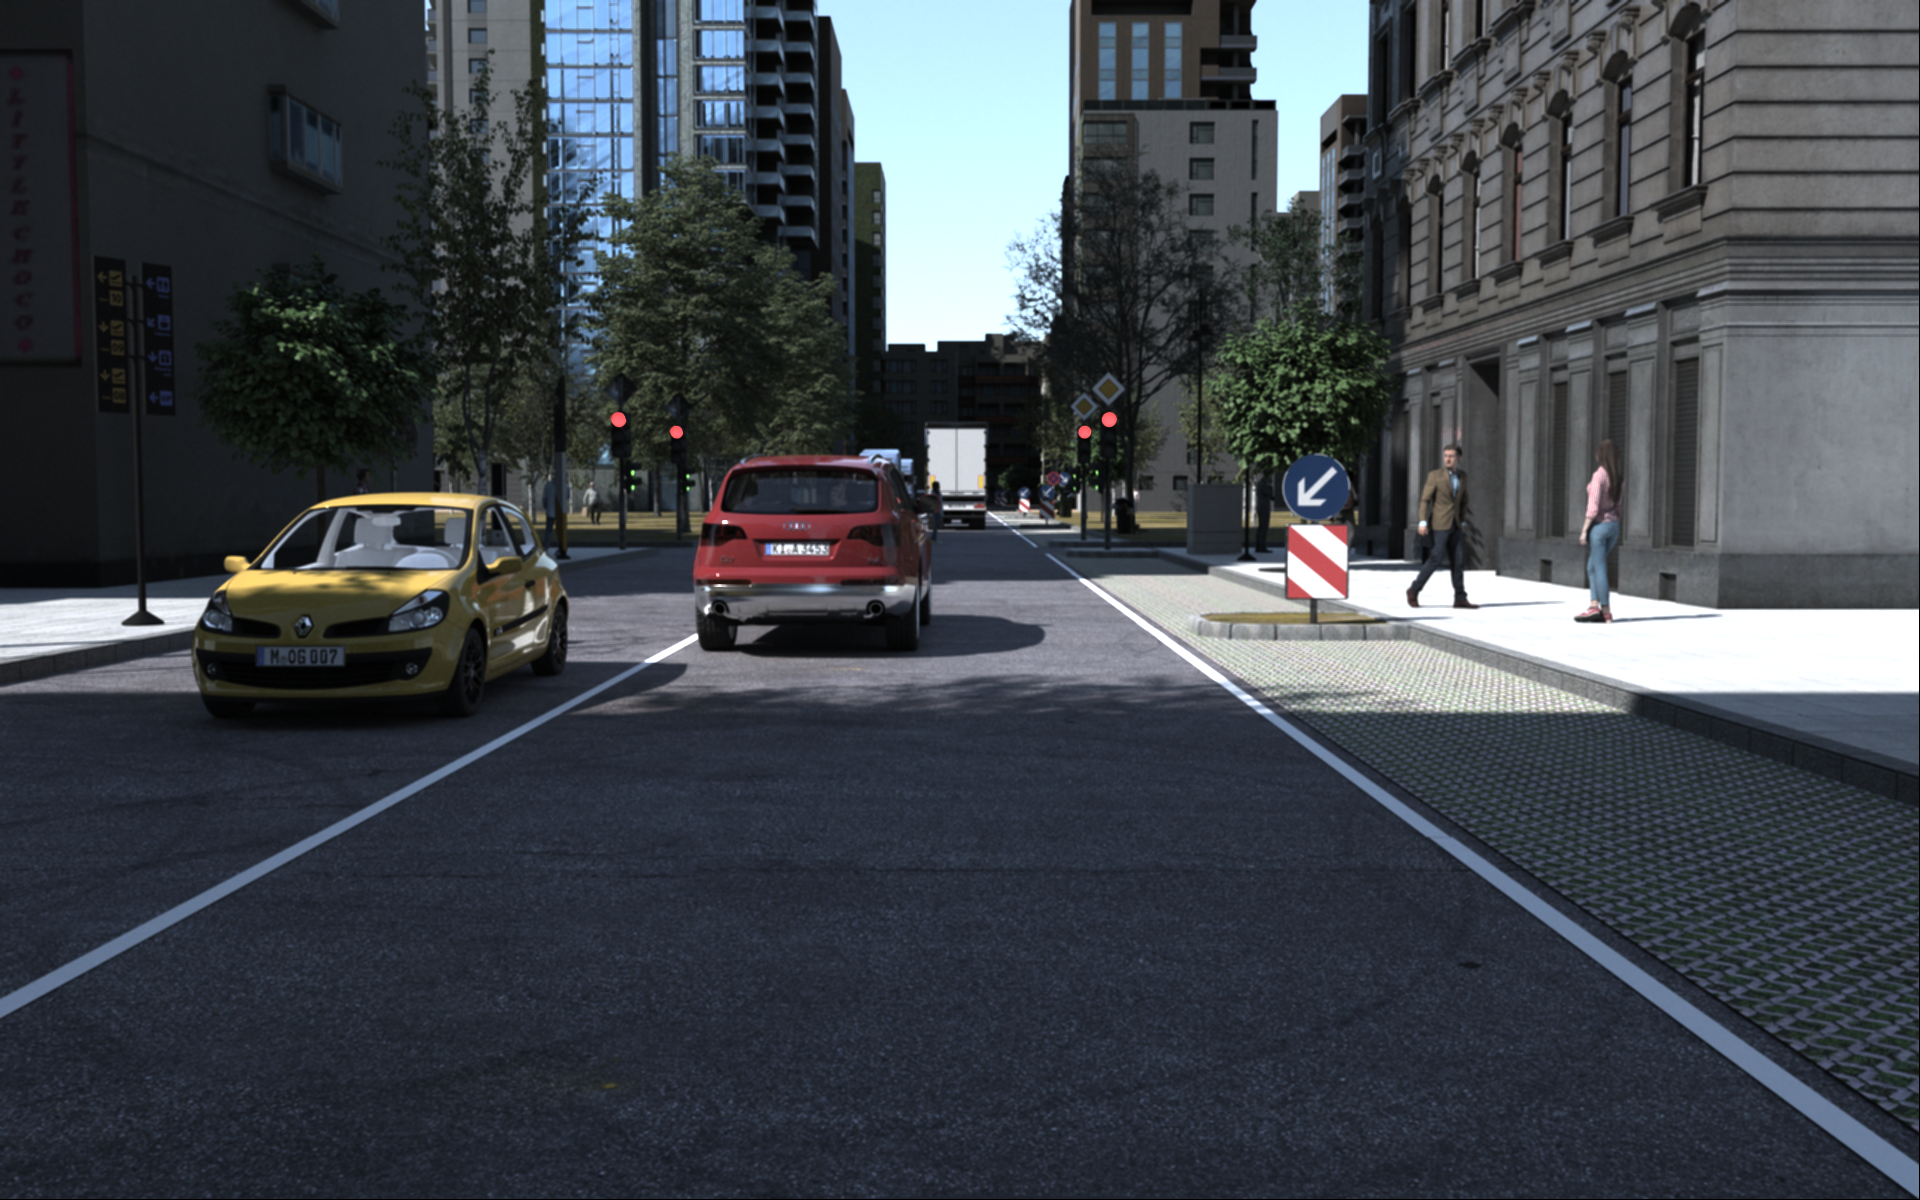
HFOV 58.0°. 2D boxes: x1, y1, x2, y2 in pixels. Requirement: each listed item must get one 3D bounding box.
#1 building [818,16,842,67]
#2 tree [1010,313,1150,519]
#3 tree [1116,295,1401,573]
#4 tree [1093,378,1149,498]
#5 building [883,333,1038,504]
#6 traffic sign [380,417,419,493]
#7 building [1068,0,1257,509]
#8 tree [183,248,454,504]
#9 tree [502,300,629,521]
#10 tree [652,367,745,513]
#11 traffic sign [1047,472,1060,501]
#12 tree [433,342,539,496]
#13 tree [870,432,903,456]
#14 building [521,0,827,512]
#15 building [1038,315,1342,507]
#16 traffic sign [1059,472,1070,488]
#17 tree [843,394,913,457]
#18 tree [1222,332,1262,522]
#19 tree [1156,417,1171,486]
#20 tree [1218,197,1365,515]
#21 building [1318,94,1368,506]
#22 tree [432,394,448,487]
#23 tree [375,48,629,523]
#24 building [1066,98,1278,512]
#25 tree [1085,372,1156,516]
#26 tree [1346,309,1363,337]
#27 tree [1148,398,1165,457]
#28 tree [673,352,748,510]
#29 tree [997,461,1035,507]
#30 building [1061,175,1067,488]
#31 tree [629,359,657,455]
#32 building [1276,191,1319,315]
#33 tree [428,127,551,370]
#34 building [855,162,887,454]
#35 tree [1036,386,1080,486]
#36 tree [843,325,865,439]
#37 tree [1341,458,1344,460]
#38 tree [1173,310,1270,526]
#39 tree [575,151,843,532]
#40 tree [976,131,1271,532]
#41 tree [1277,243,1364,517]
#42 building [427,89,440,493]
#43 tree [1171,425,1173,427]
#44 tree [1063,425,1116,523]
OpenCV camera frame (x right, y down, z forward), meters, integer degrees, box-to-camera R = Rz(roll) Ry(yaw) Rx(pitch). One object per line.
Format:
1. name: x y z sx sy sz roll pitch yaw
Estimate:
1. building: -18.289 -31.237 160.835 14.600 45.320 14.200 0 3 0
2. tree: 6.097 -9.446 88.860 7.601 10.594 8.767 -1 4 -8
3. tree: 5.628 -2.750 28.680 4.285 4.588 4.351 0 3 0
4. tree: 10.189 -9.451 104.881 4.737 8.622 4.395 0 3 0
5. building: 5.189 -23.141 223.389 28.899 21.520 27.650 0 3 0
6. traffic sign: -8.650 -1.613 26.476 0.768 2.556 0.104 0 4 3
7. building: 16.388 -30.247 144.655 14.600 45.320 14.200 0 3 0
8. tree: -8.582 -2.417 23.229 4.285 4.588 4.351 0 3 0
9. tree: -15.700 -7.108 66.574 4.360 8.622 3.978 0 3 0
10. tree: -17.625 -11.159 116.854 7.601 10.594 8.767 2 4 31
11. traffic sign: 5.297 -5.999 98.197 0.768 2.556 0.104 0 4 4
12. tree: -32.261 -12.200 117.604 7.486 12.596 7.792 0 3 0
13. tree: -8.465 -14.934 194.532 4.360 8.622 3.978 0 3 0
14. building: -21.471 -50.418 137.010 22.319 86.520 31.000 0 3 0
15. building: 22.996 -20.602 181.875 27.650 21.520 28.899 0 3 0
16. traffic sign: 5.973 -6.093 99.722 0.768 2.556 0.104 0 4 4
17. tree: -9.197 -15.336 176.500 9.928 11.665 9.643 0 3 0
18. tree: 13.487 -7.844 78.615 4.360 8.622 3.978 0 3 0
19. tree: 11.351 -9.980 113.541 4.360 8.622 3.978 0 3 0
20. tree: 22.062 -15.457 108.605 12.611 20.169 13.585 0 3 0
21. building: 47.279 -32.876 187.631 14.200 45.320 14.600 0 3 0
22. tree: -32.015 -9.266 101.868 4.360 8.622 3.978 0 3 0
23. tree: -8.089 -4.855 29.747 4.737 8.622 4.395 0 3 0
24. building: 15.773 -21.939 130.408 14.160 30.474 14.107 0 3 0
25. tree: 8.990 -9.181 100.465 4.360 8.622 3.978 0 3 0
26. tree: 22.055 -9.620 83.050 9.928 11.665 9.643 0 3 0
27. tree: 13.262 -8.760 93.591 4.737 8.622 4.395 0 3 0
28. tree: -12.492 -8.340 86.723 4.360 8.622 3.978 0 3 0
29. tree: 5.718 -11.489 171.553 4.285 4.588 4.351 0 3 0
30. building: 16.230 -23.714 159.424 14.160 30.474 14.107 0 3 0
31. tree: -16.131 -8.055 82.060 4.360 8.622 3.978 0 3 0
32. building: 46.173 -32.573 224.450 23.993 40.220 32.217 0 3 0
33. tree: -27.711 -14.220 88.383 12.611 20.169 13.585 0 3 0
34. building: -16.316 -32.562 215.982 14.086 41.232 14.154 0 3 0
35. tree: 6.550 -9.888 112.037 4.737 8.622 4.395 0 3 0
36. tree: -8.400 -9.878 79.632 7.486 12.596 7.792 0 3 0
37. tree: 24.952 -10.344 119.482 4.360 8.622 3.978 0 3 0
38. tree: 11.535 -7.257 69.007 4.737 8.622 4.395 0 3 0
39. tree: -9.014 -8.530 57.590 7.486 12.596 7.792 0 3 0
40. tree: 5.752 -9.098 59.124 12.009 13.543 11.850 0 3 0
41. tree: 11.628 -6.062 49.474 4.737 8.622 4.395 0 3 0
42. building: -62.490 -32.902 188.063 14.200 45.320 14.600 0 3 0
43. tree: 12.288 -10.378 120.047 4.360 8.622 3.978 0 3 0
44. tree: 6.320 -5.761 77.900 4.285 4.588 4.351 0 3 0
